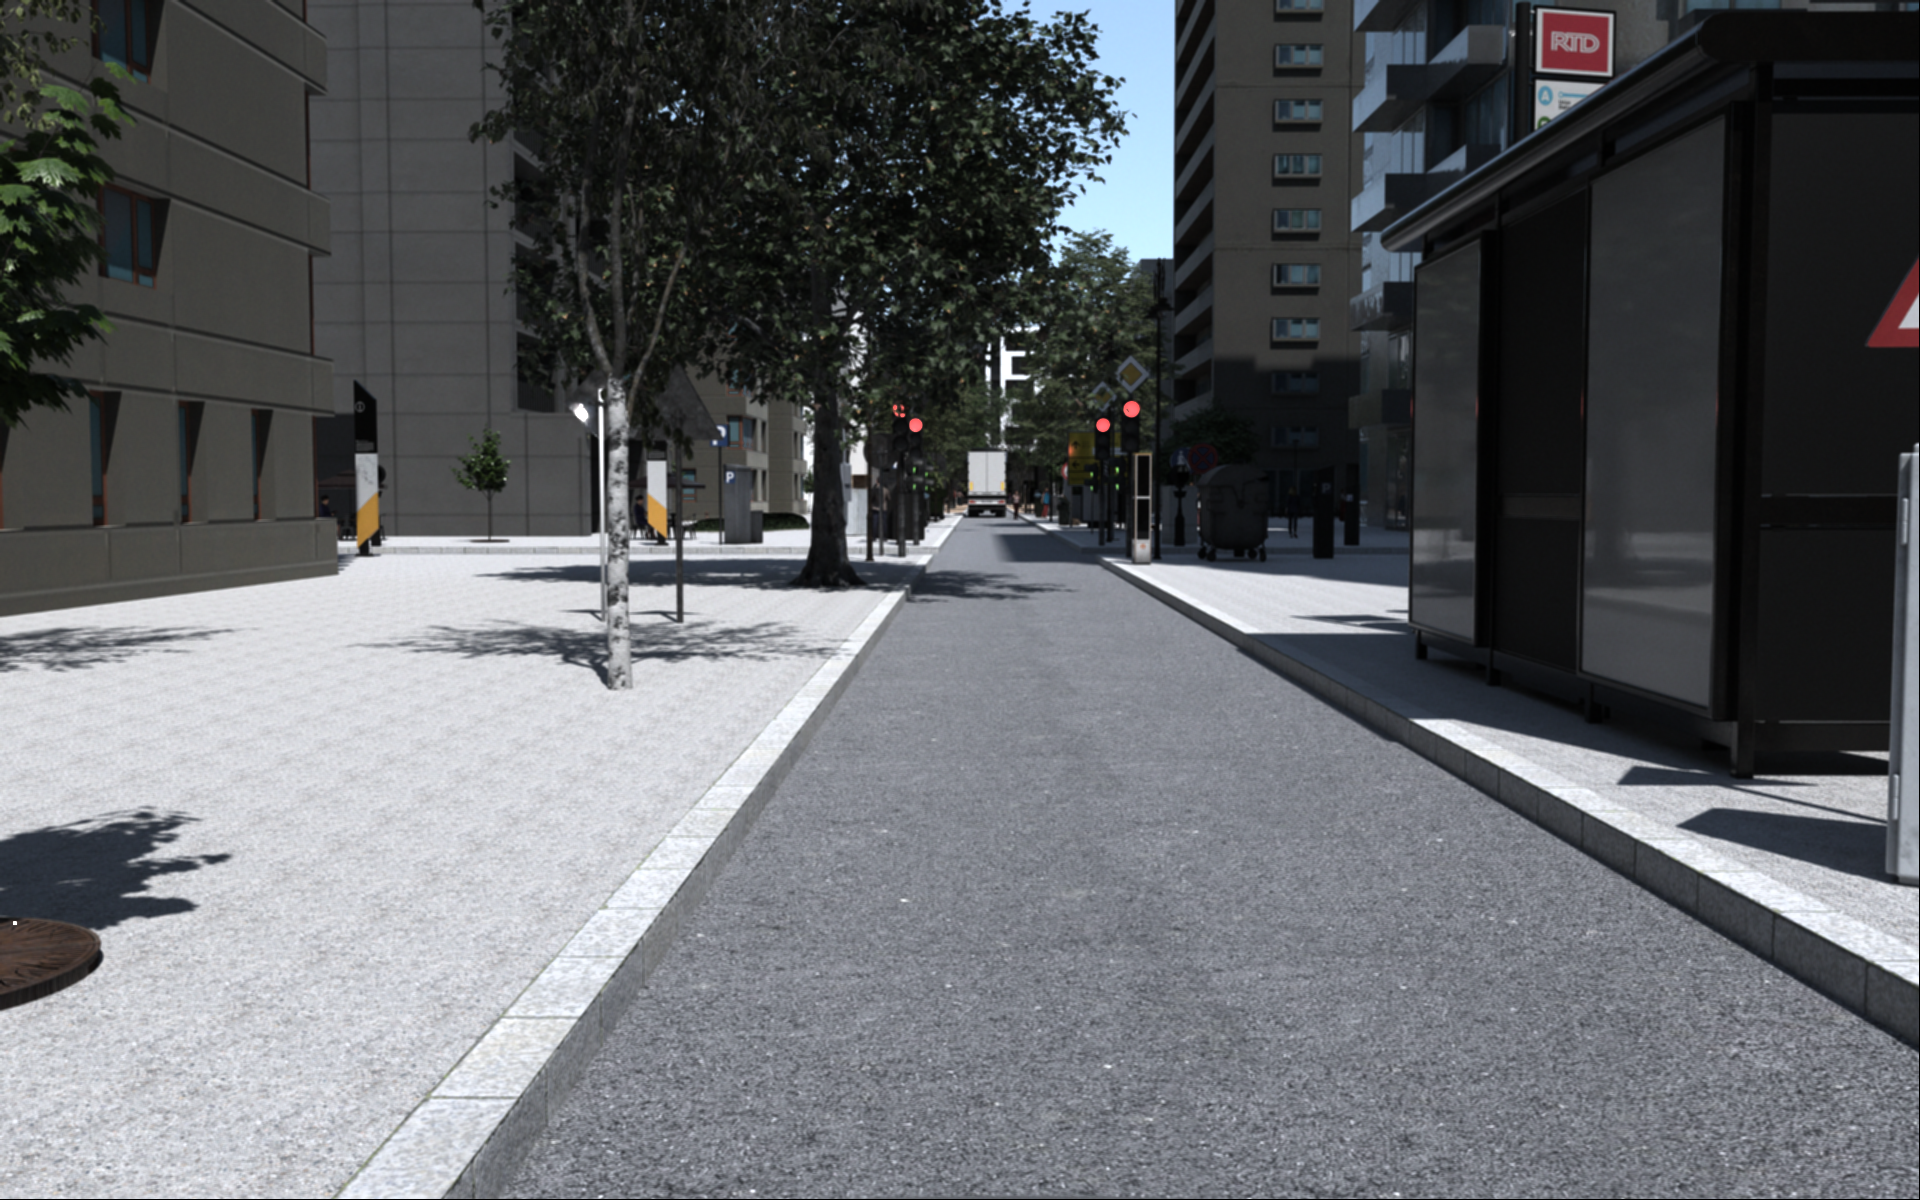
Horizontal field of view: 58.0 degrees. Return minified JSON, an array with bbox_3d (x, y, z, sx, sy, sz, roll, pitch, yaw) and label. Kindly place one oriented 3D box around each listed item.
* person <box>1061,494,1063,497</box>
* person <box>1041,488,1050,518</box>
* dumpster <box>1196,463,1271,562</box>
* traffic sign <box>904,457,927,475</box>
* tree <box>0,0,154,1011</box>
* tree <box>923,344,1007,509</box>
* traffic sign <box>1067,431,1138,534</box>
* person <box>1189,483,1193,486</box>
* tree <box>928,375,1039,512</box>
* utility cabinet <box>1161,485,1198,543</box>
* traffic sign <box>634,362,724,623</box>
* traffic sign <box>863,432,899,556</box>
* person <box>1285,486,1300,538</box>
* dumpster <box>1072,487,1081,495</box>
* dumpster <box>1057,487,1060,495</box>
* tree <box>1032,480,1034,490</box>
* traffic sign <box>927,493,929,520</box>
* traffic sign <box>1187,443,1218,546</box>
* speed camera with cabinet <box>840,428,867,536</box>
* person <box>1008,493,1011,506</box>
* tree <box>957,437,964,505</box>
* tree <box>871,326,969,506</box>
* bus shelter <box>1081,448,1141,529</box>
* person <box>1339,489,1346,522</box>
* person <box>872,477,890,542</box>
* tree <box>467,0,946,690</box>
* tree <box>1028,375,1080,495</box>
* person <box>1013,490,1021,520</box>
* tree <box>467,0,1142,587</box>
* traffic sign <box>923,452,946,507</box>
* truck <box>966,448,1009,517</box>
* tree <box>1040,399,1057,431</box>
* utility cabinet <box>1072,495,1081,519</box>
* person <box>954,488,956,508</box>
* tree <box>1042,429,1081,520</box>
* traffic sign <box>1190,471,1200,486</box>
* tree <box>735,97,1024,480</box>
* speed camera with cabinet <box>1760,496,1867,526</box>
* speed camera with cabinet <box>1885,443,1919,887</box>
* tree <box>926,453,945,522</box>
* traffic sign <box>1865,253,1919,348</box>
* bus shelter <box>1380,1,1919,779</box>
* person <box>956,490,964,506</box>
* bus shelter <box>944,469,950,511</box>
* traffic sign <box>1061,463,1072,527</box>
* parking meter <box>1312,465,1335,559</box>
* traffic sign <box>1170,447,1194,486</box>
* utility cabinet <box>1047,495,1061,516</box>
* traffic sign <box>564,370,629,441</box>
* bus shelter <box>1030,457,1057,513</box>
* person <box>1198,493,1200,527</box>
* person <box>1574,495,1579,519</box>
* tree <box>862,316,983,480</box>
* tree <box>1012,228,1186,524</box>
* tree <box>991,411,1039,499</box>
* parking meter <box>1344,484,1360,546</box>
[{"bbox_3d":[11.001,-10.772,185.357,0.799,1.438,0.628,3,5,44],"label":"person"},{"bbox_3d":[4.542,-5.112,91.326,0.593,1.614,0.444,-1,4,-13],"label":"person"},{"bbox_3d":[5.281,-1.693,33.443,1.264,1.857,1.865,0,4,1],"label":"dumpster"},{"bbox_3d":[-1.448,-3.387,55.482,0.768,2.556,0.104,0,4,8],"label":"traffic sign"},{"bbox_3d":[-2.938,-0.597,4.360,1.663,3.219,1.824,0,3,0],"label":"tree"},{"bbox_3d":[-0.889,-14.653,146.233,9.857,13.997,8.962,0,3,0],"label":"tree"},{"bbox_3d":[4.573,-3.776,55.611,2.265,3.308,0.079,0,4,2],"label":"traffic sign"},{"bbox_3d":[8.373,-3.414,62.676,0.431,1.722,0.655,0,4,4],"label":"person"},{"bbox_3d":[-1.308,-12.333,127.398,9.928,11.665,9.643,0,3,0],"label":"tree"},{"bbox_3d":[5.665,-2.204,44.721,0.318,1.500,1.173,3,5,44],"label":"utility cabinet"},{"bbox_3d":[-2.783,-1.049,17.149,0.884,2.594,0.081,0,4,2],"label":"traffic sign"},{"bbox_3d":[-1.632,-2.185,35.826,0.768,2.556,0.104,1,4,9],"label":"traffic sign"},{"bbox_3d":[9.785,-2.580,50.762,0.480,1.512,0.613,-1,4,-16],"label":"person"},{"bbox_3d":[6.512,-5.487,92.202,1.502,2.255,1.985,0,4,1],"label":"dumpster"},{"bbox_3d":[6.148,-6.813,117.149,1.264,1.857,1.865,0,4,1],"label":"dumpster"},{"bbox_3d":[5.941,-7.958,124.707,1.663,3.219,1.824,0,3,0],"label":"tree"},{"bbox_3d":[-1.580,-5.190,84.954,0.768,2.556,0.104,0,4,7],"label":"traffic sign"},{"bbox_3d":[6.038,-2.631,43.123,0.768,2.556,0.104,0,4,6],"label":"traffic sign"},{"bbox_3d":[-3.419,-3.583,52.921,0.660,3.252,2.038,1,4,20],"label":"speed camera with cabinet"},{"bbox_3d":[5.475,-10.942,188.169,0.599,1.433,0.991,0,4,-7],"label":"person"},{"bbox_3d":[-0.107,-15.981,195.700,7.601,10.594,8.767,0,4,6],"label":"tree"},{"bbox_3d":[-1.954,-7.530,73.480,4.737,8.622,4.395,0,3,0],"label":"tree"},{"bbox_3d":[5.342,-4.229,63.063,2.014,3.302,5.546,0,4,1],"label":"bus shelter"},{"bbox_3d":[17.889,-4.422,80.817,0.387,1.526,0.523,2,4,24],"label":"person"},{"bbox_3d":[-2.190,-2.469,46.940,0.617,1.759,0.750,0,4,-5],"label":"person"},{"bbox_3d":[-2.022,-3.724,11.250,4.360,8.622,3.978,0,3,0],"label":"tree"},{"bbox_3d":[5.741,-9.377,103.684,4.737,8.622,4.395,0,3,0],"label":"tree"},{"bbox_3d":[3.198,-5.338,97.238,0.517,1.644,0.566,1,4,10],"label":"person"},{"bbox_3d":[-1.961,-6.551,24.119,9.611,12.733,9.660,0,3,0],"label":"tree"},{"bbox_3d":[-1.789,-5.492,83.670,2.265,3.308,0.079,0,4,6],"label":"traffic sign"},{"bbox_3d":[1.740,-7.399,109.885,2.839,4.237,11.283,0,4,1],"label":"truck"},{"bbox_3d":[5.446,-14.367,160.654,9.928,11.665,9.643,0,3,0],"label":"tree"},{"bbox_3d":[6.159,-4.776,89.253,1.020,1.237,0.306,0,4,-4],"label":"utility cabinet"},{"bbox_3d":[-0.547,-9.686,164.343,0.705,1.831,1.348,0,4,2],"label":"person"},{"bbox_3d":[5.587,-6.260,86.058,4.285,4.588,4.351,0,3,0],"label":"tree"},{"bbox_3d":[6.414,-2.891,47.267,0.884,2.594,0.081,1,4,10],"label":"traffic sign"},{"bbox_3d":[-3.009,-12.635,62.477,12.611,20.169,13.585,0,3,0],"label":"tree"},{"bbox_3d":[16.747,-2.428,34.029,2.038,3.252,0.660,-1,4,-9],"label":"speed camera with cabinet"},{"bbox_3d":[3.996,-0.662,5.165,2.038,3.252,0.660,3,5,39],"label":"speed camera with cabinet"},{"bbox_3d":[-1.548,-5.305,81.331,1.663,3.219,1.824,0,3,0],"label":"tree"},{"bbox_3d":[3.728,-0.387,6.334,0.884,2.594,0.081,0,4,1],"label":"traffic sign"},{"bbox_3d":[4.331,-2.095,11.893,2.179,5.291,8.768,0,4,1],"label":"bus shelter"},{"bbox_3d":[-0.008,-10.894,184.866,1.217,1.736,0.721,3,5,39],"label":"person"},{"bbox_3d":[-1.691,-7.139,110.640,2.014,3.302,5.546,0,4,1],"label":"bus shelter"},{"bbox_3d":[4.327,-4.118,67.432,0.768,2.556,0.104,0,4,7],"label":"traffic sign"},{"bbox_3d":[7.226,-1.759,34.470,0.399,1.863,0.255,0,4,-8],"label":"parking meter"},{"bbox_3d":[6.091,-2.872,47.066,0.768,2.556,0.104,0,4,7],"label":"traffic sign"},{"bbox_3d":[5.350,-5.444,100.179,1.020,1.237,0.306,3,5,41],"label":"utility cabinet"},{"bbox_3d":[-3.591,-1.077,17.339,0.795,2.593,0.064,1,4,10],"label":"traffic sign"},{"bbox_3d":[5.426,-7.436,112.869,1.731,3.624,6.357,0,4,1],"label":"bus shelter"},{"bbox_3d":[9.330,-3.519,67.493,0.340,1.345,0.435,0,4,4],"label":"person"},{"bbox_3d":[16.591,-2.448,46.785,0.376,1.734,0.841,0,4,3],"label":"person"},{"bbox_3d":[-2.324,-10.860,95.691,7.486,12.596,7.792,0,3,0],"label":"tree"},{"bbox_3d":[5.939,-9.555,74.348,7.486,12.596,7.792,0,3,0],"label":"tree"},{"bbox_3d":[6.615,-15.505,187.915,8.767,10.594,7.601,0,4,3],"label":"tree"},{"bbox_3d":[9.802,-2.134,43.295,0.372,1.533,0.369,0,3,0],"label":"parking meter"}]
